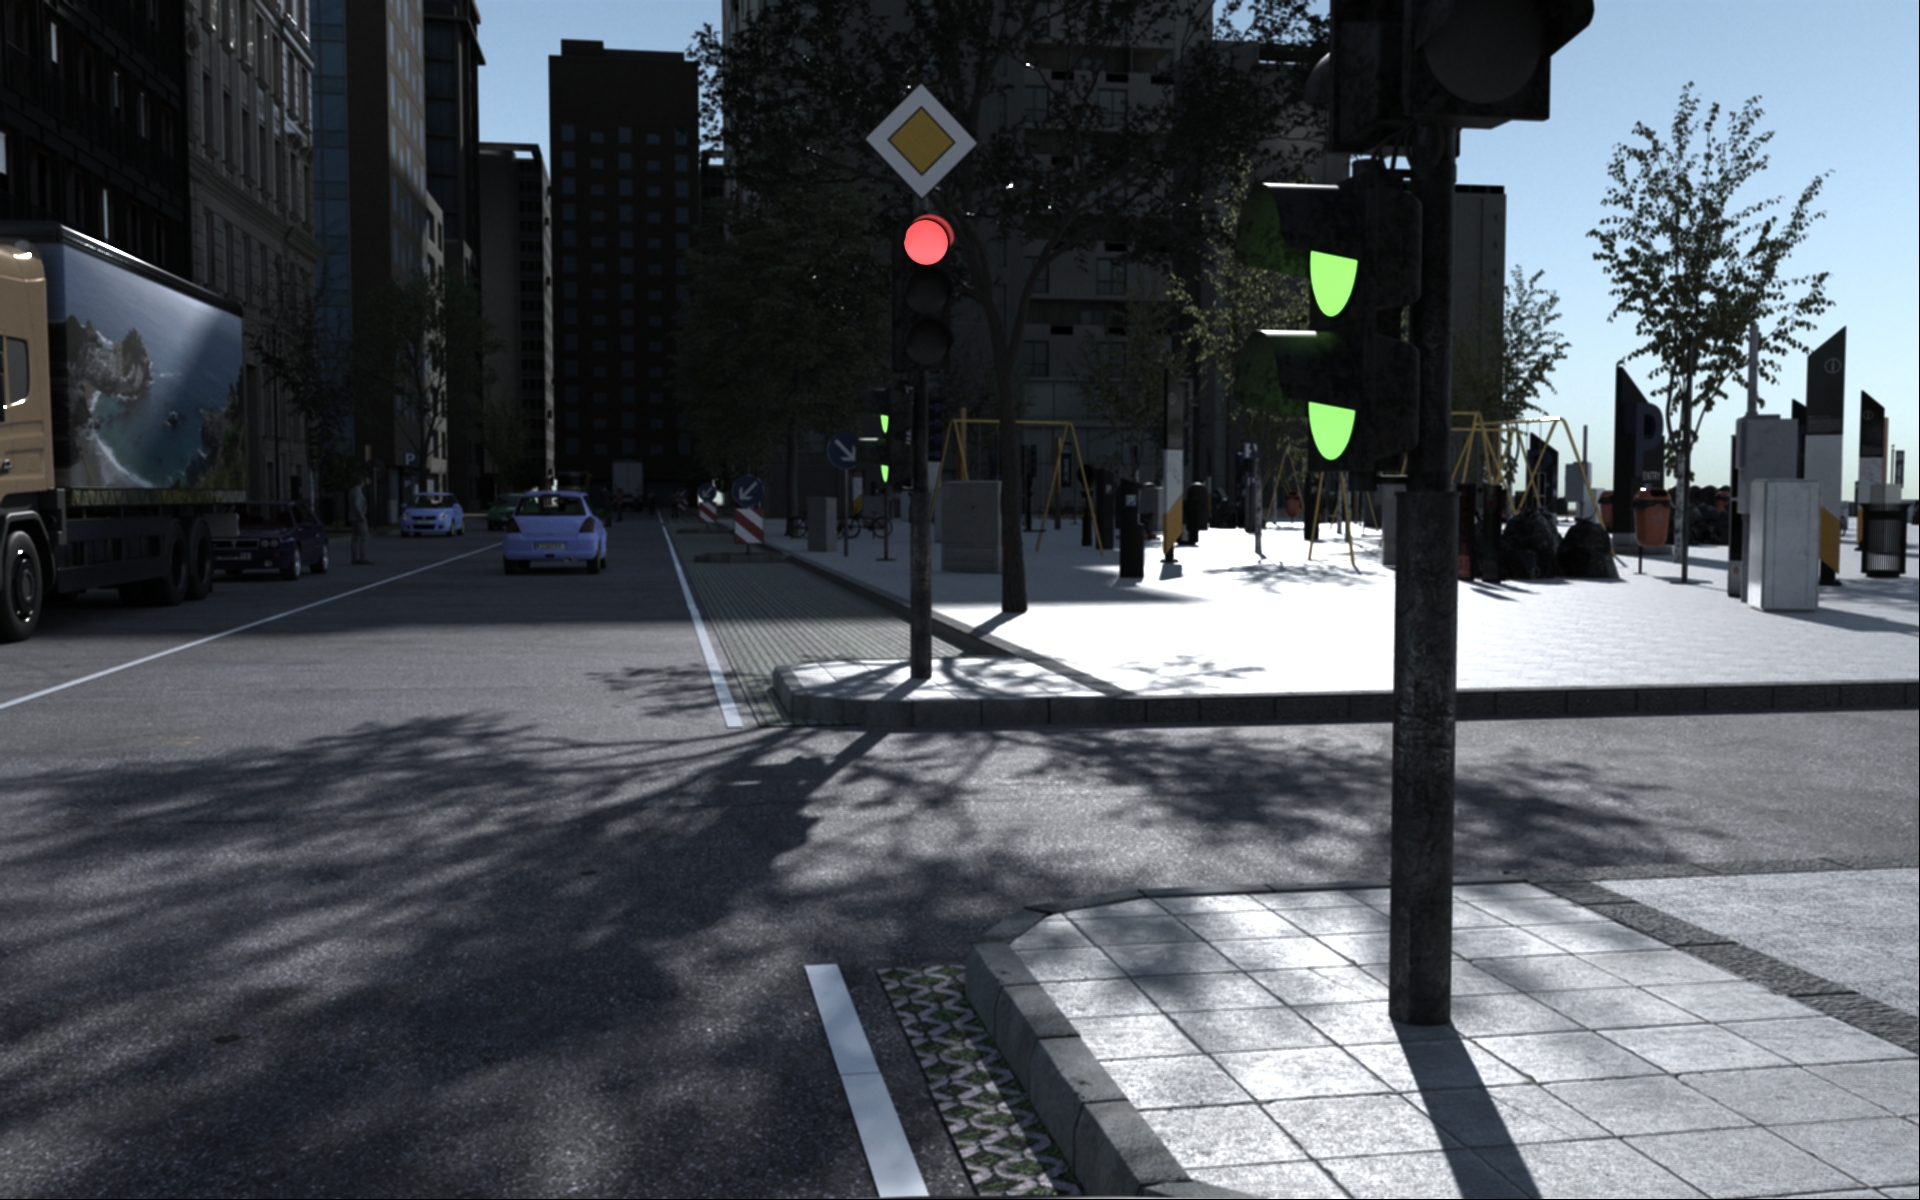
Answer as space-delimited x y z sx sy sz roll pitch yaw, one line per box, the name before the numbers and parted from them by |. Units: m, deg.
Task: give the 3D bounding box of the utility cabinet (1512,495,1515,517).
utility cabinet | 25.022 -4.177 79.462 1.020 1.237 0.306 2 4 28

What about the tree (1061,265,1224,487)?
tree | 5.446 -6.366 54.440 4.737 8.622 4.395 0 3 0

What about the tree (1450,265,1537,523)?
tree | 17.269 -6.396 54.940 4.737 8.622 4.395 0 3 0

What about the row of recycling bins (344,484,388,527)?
row of recycling bins | -23.671 -3.799 69.231 1.069 1.692 3.534 0 4 -2

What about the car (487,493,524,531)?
car | -17.744 -3.683 69.021 1.959 1.807 4.718 -1 4 -8

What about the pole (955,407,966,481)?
pole | 0.046 -2.874 40.836 0.158 3.312 0.155 0 3 0

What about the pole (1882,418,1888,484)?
pole | 24.622 -3.205 46.250 0.158 3.312 0.155 0 3 0

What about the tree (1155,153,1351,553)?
tree | 6.486 -5.321 37.364 4.360 8.622 3.978 0 3 0

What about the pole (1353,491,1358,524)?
pole | 17.067 -4.939 74.596 0.158 3.312 0.155 0 3 0

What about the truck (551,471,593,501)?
truck | -32.935 -9.308 148.107 3.469 3.379 9.791 -1 4 -9

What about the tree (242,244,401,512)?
tree | -19.266 -6.210 51.902 4.360 8.622 3.978 0 3 0

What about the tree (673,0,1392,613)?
tree | 0.668 -5.166 18.879 8.767 10.594 7.601 1 4 9

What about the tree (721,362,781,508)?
tree | -10.835 -8.430 88.190 4.360 8.622 3.978 0 3 0

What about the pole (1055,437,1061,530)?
pole | 3.531 -4.199 62.499 0.158 3.312 0.155 0 3 0

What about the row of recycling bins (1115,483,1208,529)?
row of recycling bins | 7.418 -3.466 63.779 3.534 1.692 1.069 1 4 20

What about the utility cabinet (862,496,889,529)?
utility cabinet | -3.087 -3.193 63.375 1.020 1.237 0.306 3 4 37

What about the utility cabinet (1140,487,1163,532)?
utility cabinet | 6.384 -3.010 57.886 0.318 1.500 1.173 -2 4 -28

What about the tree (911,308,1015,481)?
tree | 0.003 -7.112 66.646 4.360 8.622 3.978 0 3 0

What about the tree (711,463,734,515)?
tree | -14.599 -6.899 107.401 1.663 3.219 1.824 0 3 0

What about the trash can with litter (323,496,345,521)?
trash can with litter | -29.492 -4.297 81.647 1.055 1.170 0.624 -2 4 -28

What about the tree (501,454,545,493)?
tree | -35.228 -9.477 138.666 4.285 4.588 4.351 0 3 0

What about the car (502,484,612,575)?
car | -7.484 -1.383 32.200 1.945 1.707 3.694 -1 4 -9

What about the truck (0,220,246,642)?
truck | -10.810 -1.896 19.910 2.839 4.237 11.283 -1 4 -10

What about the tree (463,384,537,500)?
tree | -30.257 -9.985 113.625 4.737 8.622 4.395 0 3 0

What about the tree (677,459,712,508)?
tree | -24.890 -10.932 162.452 4.285 4.588 4.351 0 3 0

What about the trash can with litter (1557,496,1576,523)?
trash can with litter | 27.777 -4.138 78.720 2.233 1.210 1.678 0 4 1

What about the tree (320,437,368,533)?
tree | -20.879 -3.863 57.756 1.663 3.219 1.824 0 3 0

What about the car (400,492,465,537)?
car | -17.871 -3.002 58.677 1.945 1.707 3.694 0 4 -8

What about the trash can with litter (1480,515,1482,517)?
trash can with litter | 28.439 -4.959 92.135 2.233 1.210 1.678 2 4 28

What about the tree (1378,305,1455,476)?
tree | 10.505 -5.836 45.780 4.360 8.622 3.978 0 3 0

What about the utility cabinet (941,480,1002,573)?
utility cabinet | 0.236 -1.199 28.280 1.173 1.500 0.318 3 4 38

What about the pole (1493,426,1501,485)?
pole | 16.034 -3.541 51.742 0.158 3.312 0.155 0 3 0

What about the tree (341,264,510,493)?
tree | -24.169 -9.308 77.937 9.928 11.665 9.643 0 3 0

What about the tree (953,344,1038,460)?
tree | 1.819 -8.125 83.198 4.737 8.622 4.395 0 3 0

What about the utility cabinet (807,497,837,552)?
utility cabinet | -3.084 -1.691 38.814 0.306 1.237 1.020 -2 4 -28

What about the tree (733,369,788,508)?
tree | -9.297 -8.061 82.153 4.737 8.622 4.395 0 3 0

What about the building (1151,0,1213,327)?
building | 10.285 -39.425 186.604 28.212 58.520 21.231 -1 4 -10

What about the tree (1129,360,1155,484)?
tree | 10.220 -8.289 85.885 4.360 8.622 3.978 0 3 0

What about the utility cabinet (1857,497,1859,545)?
utility cabinet | 23.053 -1.988 43.664 1.020 1.237 0.306 -2 4 -31

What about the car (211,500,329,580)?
car | -12.057 -1.054 29.817 1.945 1.354 3.894 -1 4 -10

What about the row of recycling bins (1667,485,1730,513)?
row of recycling bins | 35.350 -4.627 82.765 1.069 1.692 3.534 -2 4 -29

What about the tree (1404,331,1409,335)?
tree | 17.770 -6.886 62.944 4.737 8.622 4.395 0 3 0

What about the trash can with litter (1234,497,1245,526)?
trash can with litter | 11.221 -3.583 69.964 0.624 1.170 1.055 -1 4 -20

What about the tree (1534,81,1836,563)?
tree | 13.583 -4.989 31.939 4.737 8.622 4.395 0 3 0

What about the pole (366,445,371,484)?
pole | -24.624 -4.789 72.151 0.158 3.312 0.155 0 3 0

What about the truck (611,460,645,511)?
truck | -27.995 -9.612 146.063 2.839 4.237 11.283 -1 4 -11

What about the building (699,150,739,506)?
building | -16.517 -30.353 188.151 23.993 40.220 32.217 -1 4 -10

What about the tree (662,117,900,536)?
tree | -4.714 -8.228 52.658 7.486 12.596 7.792 0 3 0

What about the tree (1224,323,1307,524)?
tree | 13.133 -7.509 73.131 4.737 8.622 4.395 0 3 0

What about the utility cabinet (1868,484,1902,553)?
utility cabinet | 19.966 -1.757 37.402 0.318 1.500 1.173 3 5 44
